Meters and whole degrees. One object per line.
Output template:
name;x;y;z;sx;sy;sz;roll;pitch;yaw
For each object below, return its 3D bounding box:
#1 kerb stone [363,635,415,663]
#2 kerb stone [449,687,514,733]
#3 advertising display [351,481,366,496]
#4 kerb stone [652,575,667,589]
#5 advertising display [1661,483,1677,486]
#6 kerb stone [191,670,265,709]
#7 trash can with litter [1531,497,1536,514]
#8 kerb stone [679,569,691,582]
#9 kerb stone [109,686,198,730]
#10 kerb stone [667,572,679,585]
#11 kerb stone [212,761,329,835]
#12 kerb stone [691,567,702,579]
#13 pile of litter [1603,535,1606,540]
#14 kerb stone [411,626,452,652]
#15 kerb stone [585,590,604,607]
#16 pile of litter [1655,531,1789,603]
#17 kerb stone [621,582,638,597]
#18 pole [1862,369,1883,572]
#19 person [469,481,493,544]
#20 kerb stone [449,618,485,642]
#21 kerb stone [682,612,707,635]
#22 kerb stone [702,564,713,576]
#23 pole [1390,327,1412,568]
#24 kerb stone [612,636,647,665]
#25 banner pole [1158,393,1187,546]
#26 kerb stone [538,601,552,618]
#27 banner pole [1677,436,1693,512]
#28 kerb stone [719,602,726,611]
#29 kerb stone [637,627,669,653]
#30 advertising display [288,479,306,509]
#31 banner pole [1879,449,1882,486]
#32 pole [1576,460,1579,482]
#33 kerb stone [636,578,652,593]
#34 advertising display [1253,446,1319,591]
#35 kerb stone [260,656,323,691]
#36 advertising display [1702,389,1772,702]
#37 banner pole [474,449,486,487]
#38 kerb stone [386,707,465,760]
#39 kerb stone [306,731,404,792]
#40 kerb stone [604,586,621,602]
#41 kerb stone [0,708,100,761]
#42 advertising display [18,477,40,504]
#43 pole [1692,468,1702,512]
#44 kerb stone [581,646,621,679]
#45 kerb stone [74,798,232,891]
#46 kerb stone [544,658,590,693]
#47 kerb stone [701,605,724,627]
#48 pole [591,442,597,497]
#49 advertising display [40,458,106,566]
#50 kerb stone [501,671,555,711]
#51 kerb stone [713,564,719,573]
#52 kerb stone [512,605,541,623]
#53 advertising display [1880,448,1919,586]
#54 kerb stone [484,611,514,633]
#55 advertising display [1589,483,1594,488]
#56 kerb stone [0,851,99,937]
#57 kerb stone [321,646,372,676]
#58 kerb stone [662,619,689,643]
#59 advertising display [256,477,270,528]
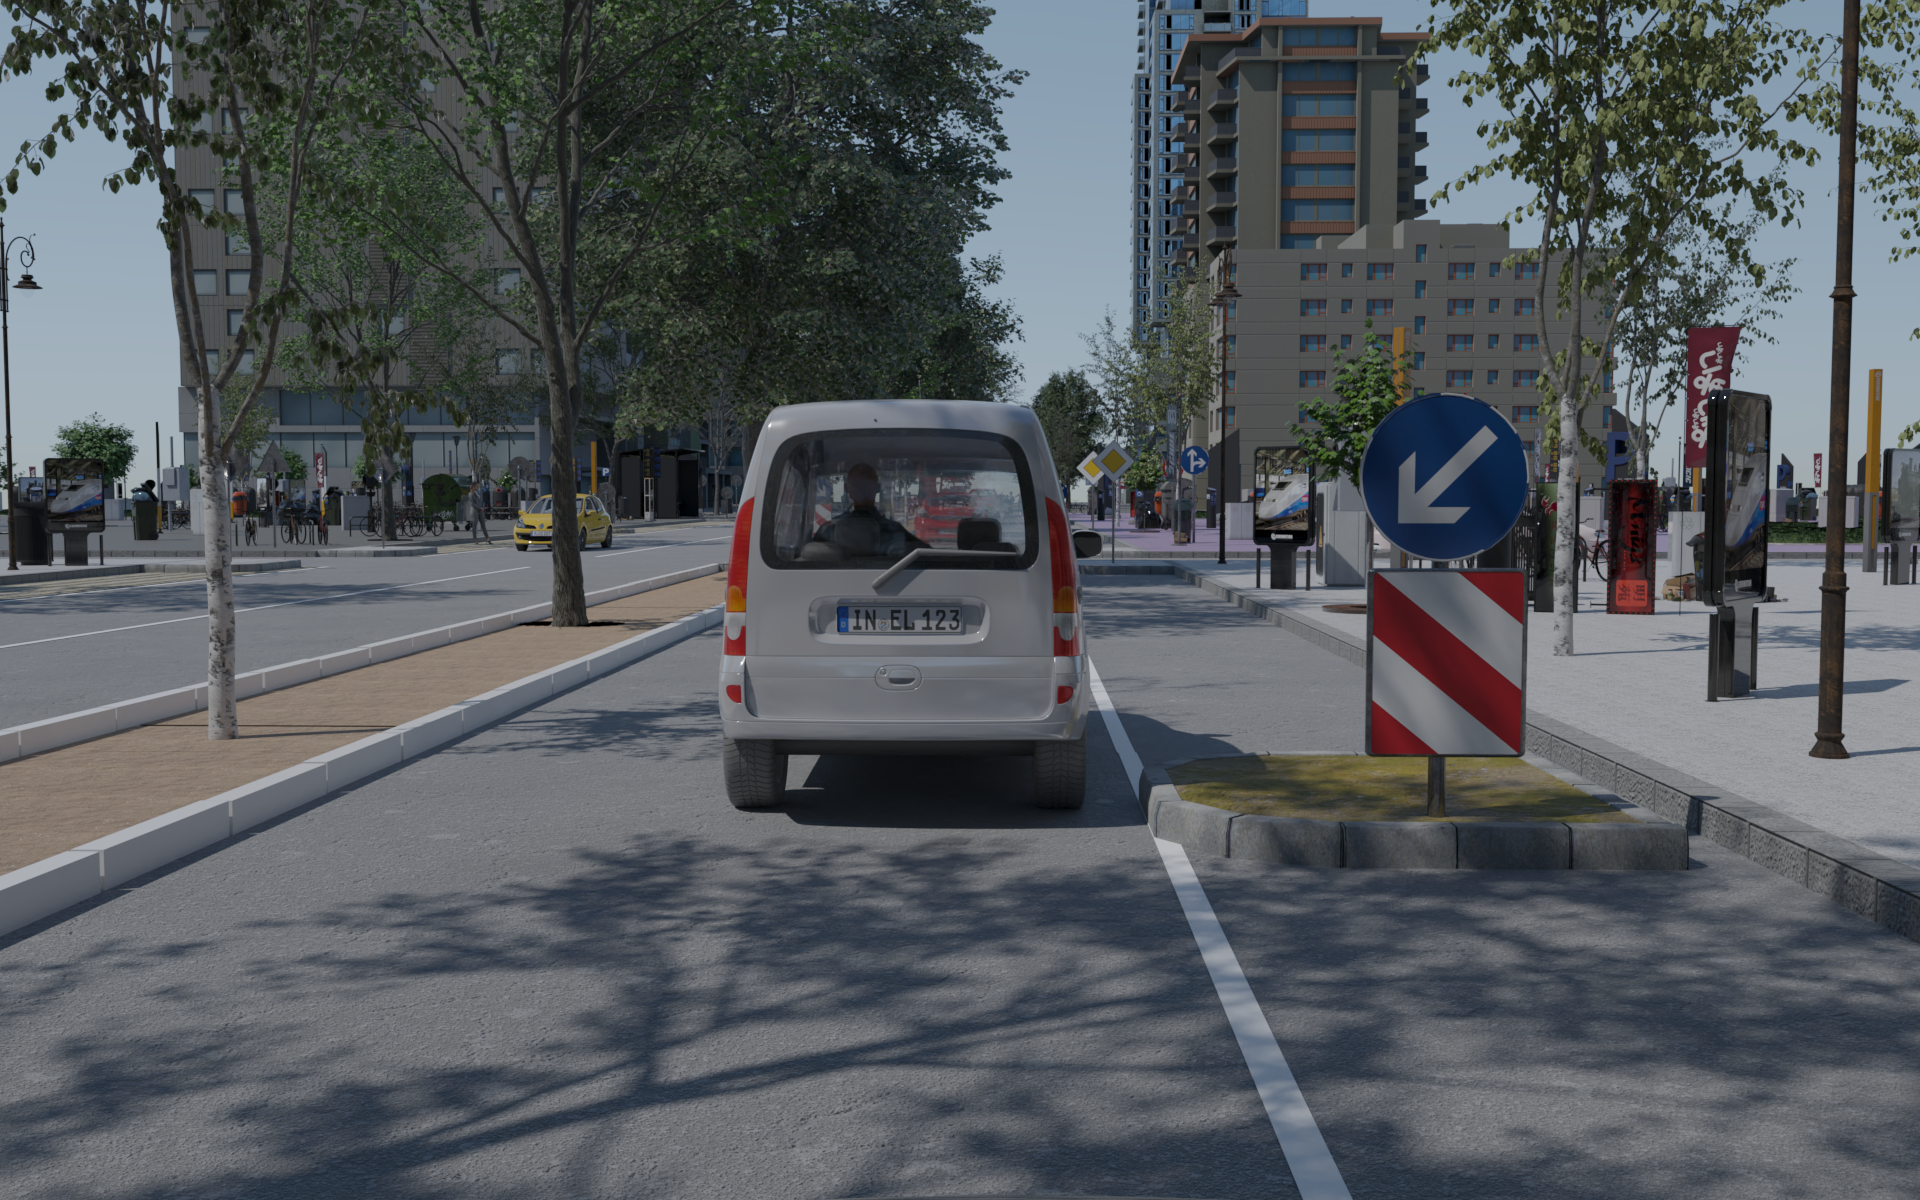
kerb stone;-4.982;0.439;15.024;0.120;0.150;1.000;0;4;2
kerb stone;-3.011;0.695;10.842;0.120;0.150;1.000;0;4;2
advertising display;-29.992;-4.967;86.417;0.974;1.923;0.123;2;4;34
kerb stone;-4.653;-0.252;26.311;0.120;0.150;1.000;0;4;2
advertising display;42.362;-6.011;103.497;0.123;1.923;0.974;-3;4;-36
kerb stone;-5.082;0.627;11.939;0.120;0.150;1.000;0;4;2
trash can with litter;32.026;-5.110;94.604;1.678;1.210;2.233;-3;5;-42
kerb stone;-4.592;-0.377;28.358;0.120;0.150;1.000;0;4;2
kerb stone;-5.115;0.690;10.917;0.120;0.150;1.000;0;4;2
kerb stone;-4.625;-0.314;27.336;0.120;0.150;1.000;0;4;2
kerb stone;-3.099;0.886;7.772;0.120;0.150;1.000;0;4;2
kerb stone;-4.561;-0.437;29.380;0.120;0.150;1.000;0;4;2
pile of litter;17.315;-2.080;47.974;1.719;0.858;1.176;-1;4;-15
kerb stone;-4.957;0.377;16.052;0.120;0.150;1.000;0;4;2
kerb stone;-4.776;-0.001;22.211;0.120;0.150;1.000;0;4;2
pile of litter;9.035;-0.426;20.930;1.719;0.858;1.176;3;4;38
kerb stone;-4.715;-0.122;24.260;0.120;0.150;1.000;0;4;2
pole;14.918;-2.108;28.309;0.158;3.312;0.155;0;3;0
person;-13.618;-2.472;49.192;0.573;1.790;0.520;1;4;10
kerb stone;-4.922;0.313;17.080;0.120;0.150;1.000;0;4;2
kerb stone;-2.802;0.256;18.016;0.120;0.150;1.000;0;4;2
kerb stone;-4.528;-0.501;30.401;0.120;0.150;1.000;0;4;2
pole;5.422;-1.680;21.308;0.158;3.312;0.155;0;3;0
kerb stone;-2.888;0.446;14.935;0.120;0.150;1.000;0;4;2
banner pole;5.318;-3.232;42.861;0.401;3.779;0.863;3;4;39
kerb stone;-4.841;0.125;20.158;0.120;0.150;1.000;0;4;2
banner pole;31.399;-5.201;75.050;0.863;3.779;0.401;3;4;36
kerb stone;-2.744;0.130;20.063;0.120;0.150;1.000;0;4;2
kerb stone;-2.859;0.382;15.957;0.120;0.150;1.000;0;4;2
advertising display;-29.460;-4.391;76.999;0.123;1.923;0.974;1;4;19
banner pole;50.940;-6.480;95.961;0.401;3.779;0.863;1;4;19
pole;37.236;-6.774;104.604;0.158;3.312;0.155;0;3;0
kerb stone;-4.693;-0.189;25.289;0.120;0.150;1.000;0;4;2
advertising display;4.346;-1.103;23.245;0.123;1.923;0.974;-3;5;-40
kerb stone;-5.051;0.564;12.975;0.120;0.150;1.000;0;4;2
advertising display;4.926;-0.353;10.981;0.123;1.923;0.974;3;5;40
banner pole;-26.513;-6.459;95.623;0.863;3.779;0.401;1;4;18
kerb stone;-3.040;0.757;9.820;0.120;0.150;1.000;0;4;2
kerb stone;-3.075;0.819;8.798;0.120;0.150;1.000;0;4;2
kerb stone;-4.750;-0.058;23.234;0.120;0.150;1.000;0;4;2
kerb stone;-5.139;0.752;9.895;0.120;0.150;1.000;0;4;2
advertising display;-34.821;-3.658;65.029;0.123;1.923;0.974;3;4;36
pole;17.990;-2.960;42.245;0.158;3.312;0.155;0;3;0
kerb stone;-2.914;0.509;13.913;0.120;0.150;1.000;0;4;2
kerb stone;-3.133;0.945;6.750;0.120;0.150;1.000;0;4;2
kerb stone;-2.955;0.570;12.886;0.120;0.150;1.000;0;4;2
kerb stone;-2.764;0.193;19.038;0.120;0.150;1.000;0;4;2
pole;-14.312;-4.522;67.779;0.158;3.312;0.155;0;3;0
advertising display;-15.825;-1.575;30.964;0.974;1.923;0.123;-3;5;-40
kerb stone;-2.987;0.632;11.864;0.120;0.150;1.000;0;4;2
kerb stone;-4.498;-0.564;31.424;0.120;0.150;1.000;0;4;2
kerb stone;-4.857;0.188;19.129;0.120;0.150;1.000;0;4;2
advertising display;13.333;-1.181;24.517;0.974;1.923;0.123;-3;4;-37
kerb stone;-4.894;0.252;18.107;0.120;0.150;1.000;0;4;2
advertising display;37.211;-5.926;102.100;0.123;1.923;0.974;1;4;12
kerb stone;-3.162;1.008;5.720;0.120;0.150;1.000;0;4;2
kerb stone;-5.020;0.510;13.998;0.120;0.150;1.000;0;4;2
kerb stone;-2.834;0.324;16.987;0.120;0.150;1.000;0;4;2
advertising display;-26.666;-3.735;66.282;0.123;1.923;0.974;-3;5;-44
